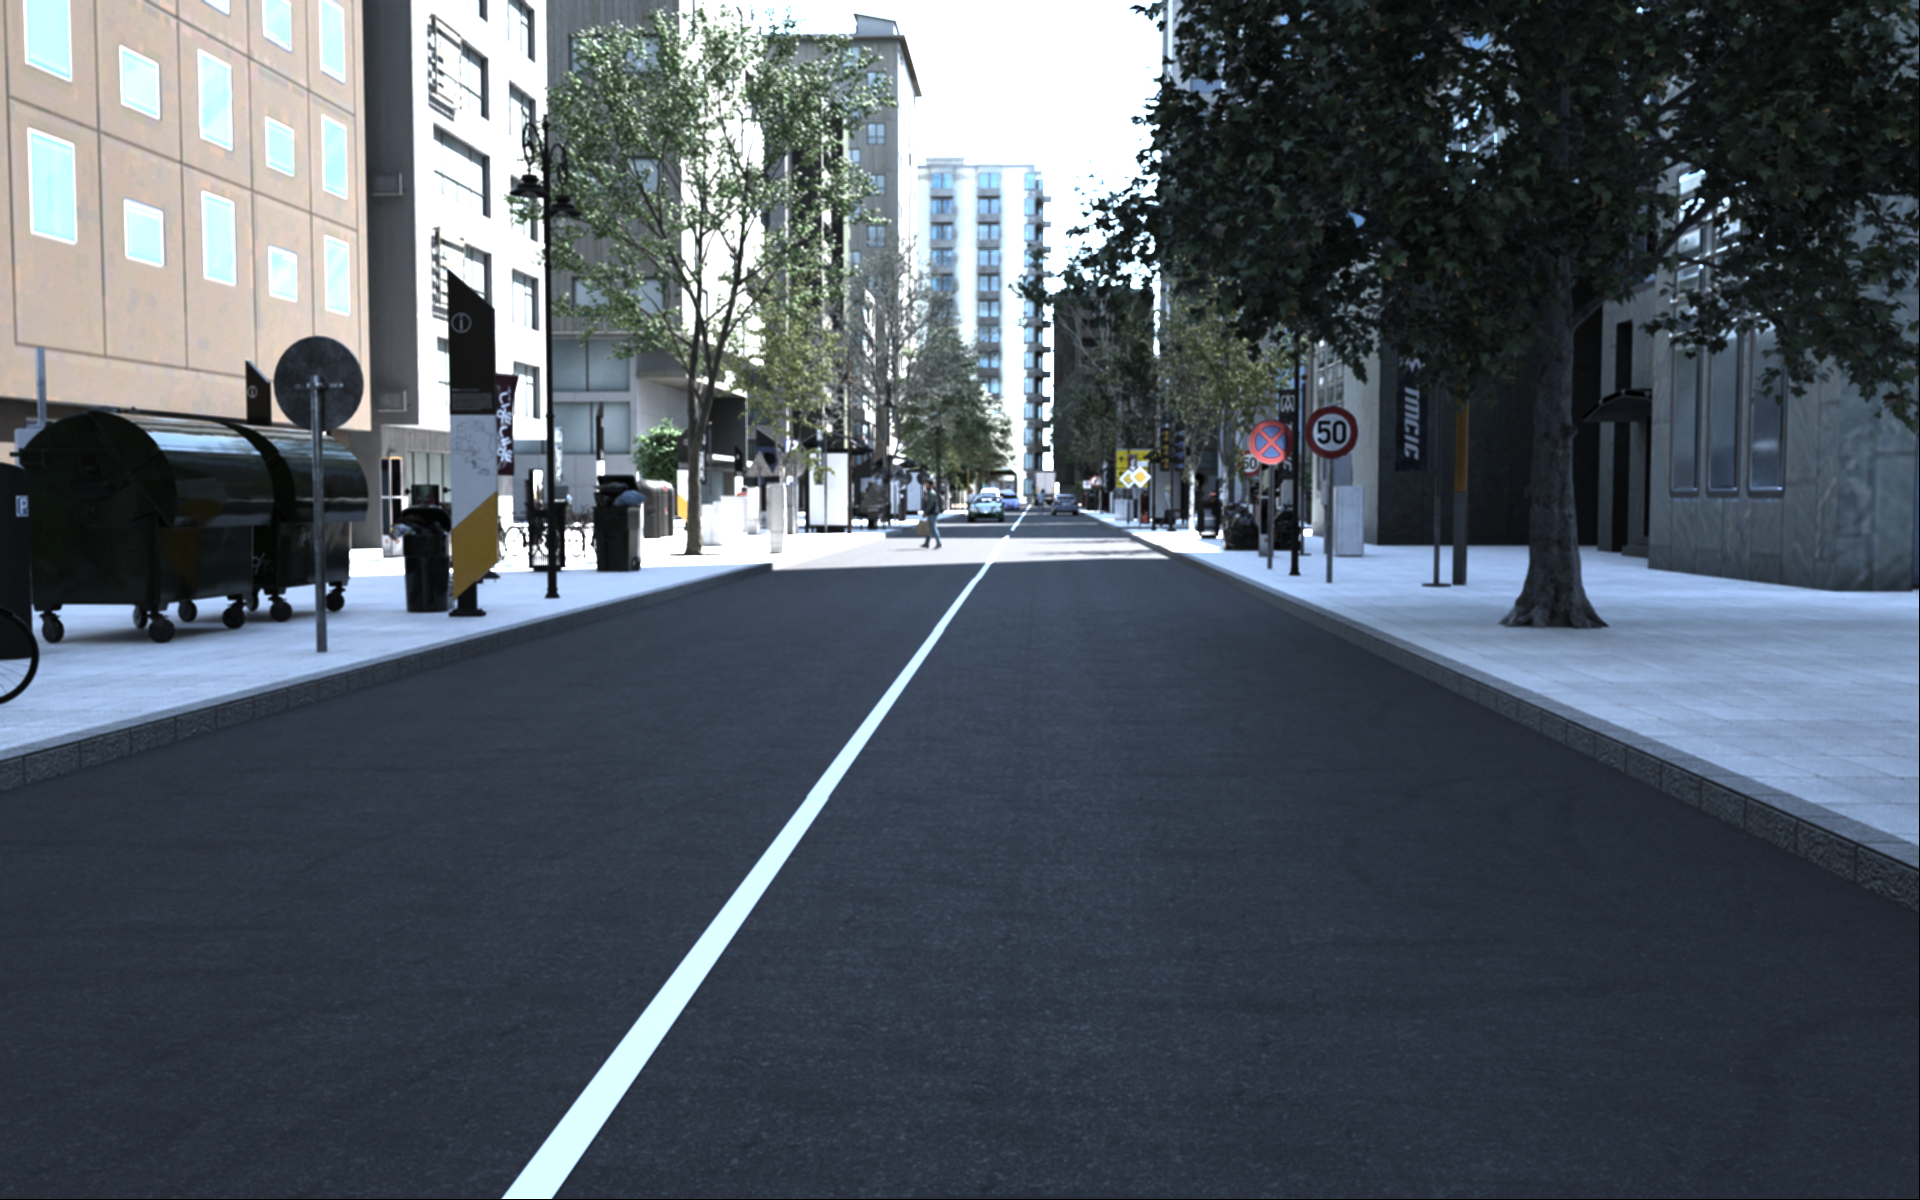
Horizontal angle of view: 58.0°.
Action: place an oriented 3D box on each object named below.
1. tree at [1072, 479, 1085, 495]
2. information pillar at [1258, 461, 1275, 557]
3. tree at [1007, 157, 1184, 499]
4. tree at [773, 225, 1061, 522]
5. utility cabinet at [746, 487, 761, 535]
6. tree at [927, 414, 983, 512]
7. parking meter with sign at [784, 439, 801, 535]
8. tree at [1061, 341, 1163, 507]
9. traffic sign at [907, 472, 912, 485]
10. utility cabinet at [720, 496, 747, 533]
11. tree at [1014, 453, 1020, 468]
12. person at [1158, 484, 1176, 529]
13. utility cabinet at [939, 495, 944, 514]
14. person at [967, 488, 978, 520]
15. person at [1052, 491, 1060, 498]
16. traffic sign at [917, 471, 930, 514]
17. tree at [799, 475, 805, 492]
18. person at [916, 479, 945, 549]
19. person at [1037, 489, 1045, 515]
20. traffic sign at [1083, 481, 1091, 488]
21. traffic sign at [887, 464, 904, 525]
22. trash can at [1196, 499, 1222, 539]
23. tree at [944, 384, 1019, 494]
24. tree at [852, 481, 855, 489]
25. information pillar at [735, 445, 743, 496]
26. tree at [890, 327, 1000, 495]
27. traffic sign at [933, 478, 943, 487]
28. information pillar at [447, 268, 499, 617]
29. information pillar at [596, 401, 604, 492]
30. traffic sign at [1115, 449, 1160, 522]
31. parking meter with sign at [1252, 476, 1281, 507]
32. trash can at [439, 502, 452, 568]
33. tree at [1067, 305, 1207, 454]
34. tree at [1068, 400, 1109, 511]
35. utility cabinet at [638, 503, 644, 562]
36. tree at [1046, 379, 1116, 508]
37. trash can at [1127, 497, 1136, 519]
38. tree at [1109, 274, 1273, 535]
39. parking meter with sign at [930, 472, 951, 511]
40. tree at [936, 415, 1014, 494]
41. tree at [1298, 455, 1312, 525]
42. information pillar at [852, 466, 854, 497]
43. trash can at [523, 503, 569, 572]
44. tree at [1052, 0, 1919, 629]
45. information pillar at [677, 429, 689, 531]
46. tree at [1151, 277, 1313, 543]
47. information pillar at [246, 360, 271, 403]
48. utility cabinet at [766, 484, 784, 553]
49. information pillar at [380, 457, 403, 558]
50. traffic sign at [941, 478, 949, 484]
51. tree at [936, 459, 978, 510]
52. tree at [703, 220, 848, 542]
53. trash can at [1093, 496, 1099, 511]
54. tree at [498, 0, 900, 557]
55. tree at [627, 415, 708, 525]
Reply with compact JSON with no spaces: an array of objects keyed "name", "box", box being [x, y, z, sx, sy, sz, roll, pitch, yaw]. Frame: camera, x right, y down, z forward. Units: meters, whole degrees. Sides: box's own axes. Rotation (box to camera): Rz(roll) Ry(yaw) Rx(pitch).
[{"name":"tree","box":[15.344,-13.875,221.450,1.663,3.219,1.824,0,3,0]},{"name":"information pillar","box":[6.285,-1.897,35.515,0.304,2.012,0.304,1,4,9]},{"name":"tree","box":[8.049,-14.963,100.542,12.611,20.169,13.585,0,3,0]},{"name":"tree","box":[-3.277,-10.280,78.448,12.009,13.543,11.850,0,3,0]},{"name":"utility cabinet","box":[-6.481,-2.793,54.337,0.318,1.500,1.173,0,4,1]},{"name":"tree","box":[-0.632,-10.651,124.512,4.737,8.622,4.395,0,3,0]},{"name":"parking meter with sign","box":[-5.332,-3.558,54.430,0.543,3.016,1.738,0,4,-1]},{"name":"tree","box":[11.229,-13.819,136.303,12.009,13.543,11.850,0,3,0]},{"name":"traffic sign","box":[-3.037,-5.881,96.262,0.768,2.556,0.104,0,4,4]},{"name":"utility cabinet","box":[-7.348,-2.788,56.743,1.020,1.237,0.306,2,4,31]},{"name":"tree","box":[3.387,-17.325,217.667,8.767,10.594,7.601,0,4,2]},{"name":"person","box":[7.977,-3.541,66.575,0.728,1.800,0.709,1,4,14]},{"name":"utility cabinet","box":[-1.374,-6.281,113.863,0.306,1.237,1.020,1,4,18]},{"name":"person","box":[0.786,-5.185,93.944,0.731,1.740,0.598,-2,4,-24]},{"name":"person","box":[11.015,-11.442,195.584,1.348,1.824,0.705,1,4,21]},{"name":"traffic sign","box":[-2.044,-5.922,96.934,0.768,2.556,0.104,0,4,7]},{"name":"tree","box":[-7.844,-5.979,92.354,1.663,3.219,1.824,0,3,0]},{"name":"person","box":[-0.774,-2.224,44.854,0.713,1.824,0.794,1,4,18]},{"name":"person","box":[5.654,-6.848,120.727,0.793,1.790,0.793,3,5,41]},{"name":"traffic sign","box":[9.633,-7.906,131.393,0.606,2.300,0.079,0,4,7]},{"name":"traffic sign","box":[-2.729,-4.441,72.721,0.768,2.556,0.104,0,4,4]},{"name":"trash can","box":[7.206,-2.354,50.143,0.748,1.137,0.748,0,3,0]},{"name":"tree","box":[2.295,-17.512,192.974,9.857,13.997,8.962,0,3,0]},{"name":"tree","box":[-7.170,-6.841,106.455,1.663,3.219,1.824,0,3,0]},{"name":"information pillar","box":[-10.610,-5.606,83.006,0.183,3.616,0.504,3,4,37]},{"name":"tree","box":[-1.208,-12.105,116.046,7.486,12.596,7.792,0,3,0]},{"name":"traffic sign","box":[-1.687,-7.857,128.466,0.884,2.594,0.081,1,4,11]},{"name":"information pillar","box":[-5.097,-1.636,18.105,0.504,3.616,0.183,0,4,-1]},{"name":"information pillar","box":[-8.977,-3.175,43.258,0.183,3.616,0.504,0,3,0]},{"name":"traffic sign","box":[8.203,-5.196,78.834,2.265,3.308,0.079,0,4,4]},{"name":"parking meter with sign","box":[13.033,-4.818,75.038,1.738,3.016,0.543,1,4,18]},{"name":"trash can","box":[-8.752,-1.142,30.320,0.748,1.137,0.748,0,3,0]},{"name":"tree","box":[8.755,-9.278,86.100,7.601,10.594,8.767,-2,4,-25]},{"name":"tree","box":[10.168,-10.905,128.657,4.360,8.622,3.978,0,3,0]},{"name":"utility cabinet","box":[-6.209,-1.344,33.129,0.306,1.237,1.020,0,4,-8]},{"name":"tree","box":[11.337,-14.077,155.918,9.928,11.665,9.643,0,3,0]},{"name":"trash can","box":[8.924,-4.745,89.228,0.748,1.137,0.748,0,3,0]},{"name":"tree","box":[7.552,-6.380,54.668,4.360,8.622,3.978,0,3,0]},{"name":"parking meter with sign","box":[-1.622,-8.679,138.163,1.738,3.016,0.543,0,4,7]},{"name":"tree","box":[0.728,-14.906,178.118,7.601,10.594,8.767,1,4,12]},{"name":"tree","box":[14.983,-4.727,71.883,1.663,3.219,1.824,0,3,0]},{"name":"information pillar","box":[-8.364,-8.802,135.263,0.504,3.616,0.183,-2,4,-26]},{"name":"trash can","box":[-6.855,-1.045,28.738,0.748,1.137,0.748,0,3,0]},{"name":"tree","box":[5.685,-6.092,16.608,9.611,12.733,9.660,0,3,0]},{"name":"information pillar","box":[-9.475,-4.176,59.639,0.504,3.616,0.183,0,4,1]},{"name":"tree","box":[7.169,-5.792,45.056,4.737,8.622,4.395,0,3,0]},{"name":"information pillar","box":[-12.212,-2.376,30.199,0.504,3.616,0.183,1,4,22]},{"name":"utility cabinet","box":[-4.003,-1.754,37.357,0.318,1.500,1.173,-1,4,-10]},{"name":"information pillar","box":[-11.455,-1.861,34.919,0.304,2.012,0.304,2,4,33]},{"name":"traffic sign","box":[-1.244,-8.364,136.865,0.768,2.556,0.104,1,4,9]},{"name":"tree","box":[-0.084,-10.232,151.009,4.285,4.588,4.351,0,3,0]},{"name":"tree","box":[-4.800,-5.865,46.249,4.737,8.622,4.395,0,3,0]},{"name":"trash can","box":[10.422,-7.310,131.171,0.748,1.137,0.748,0,3,0]},{"name":"tree","box":[-5.357,-6.725,35.702,9.928,11.665,9.643,0,3,0]},{"name":"tree","box":[-12.287,-5.420,72.326,4.285,4.588,4.351,0,3,0]}]
